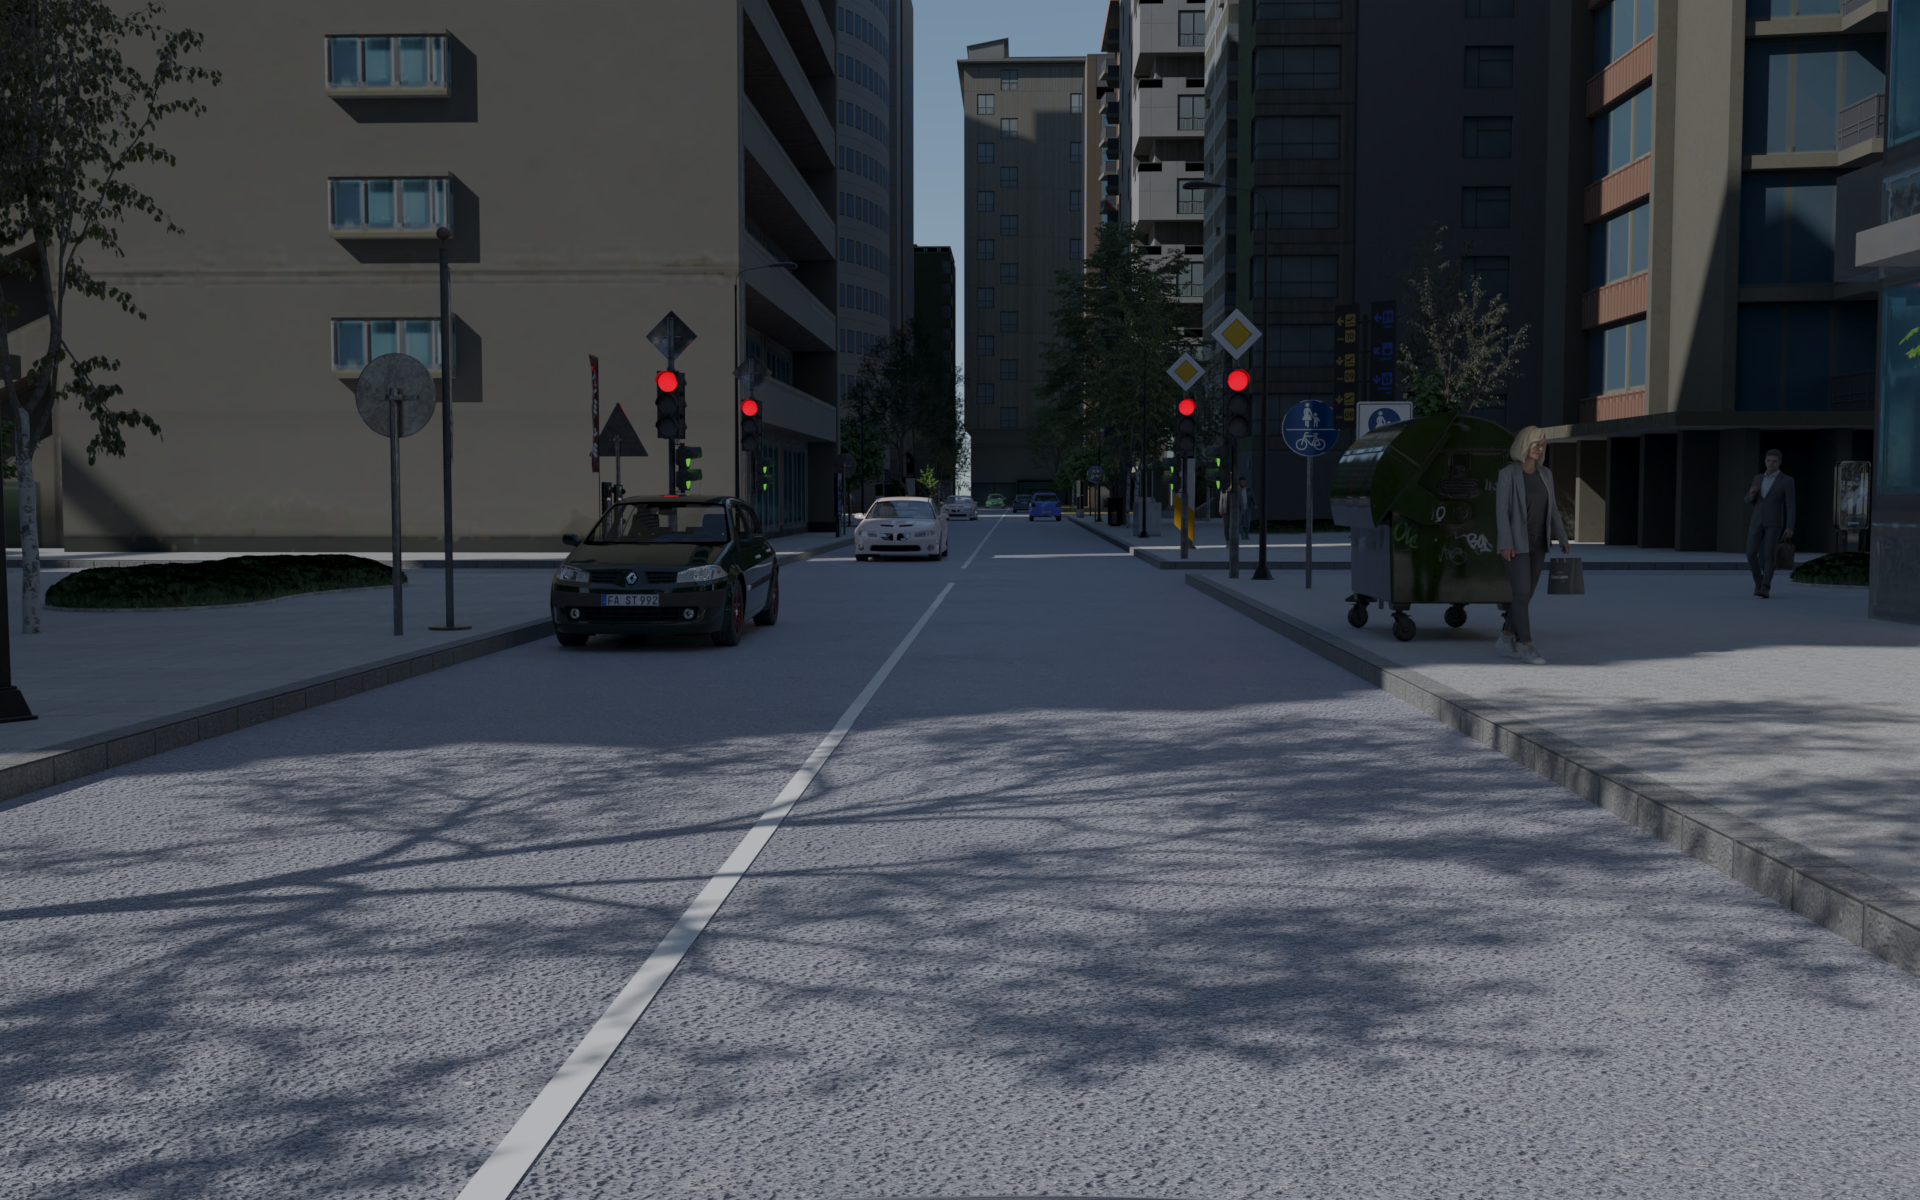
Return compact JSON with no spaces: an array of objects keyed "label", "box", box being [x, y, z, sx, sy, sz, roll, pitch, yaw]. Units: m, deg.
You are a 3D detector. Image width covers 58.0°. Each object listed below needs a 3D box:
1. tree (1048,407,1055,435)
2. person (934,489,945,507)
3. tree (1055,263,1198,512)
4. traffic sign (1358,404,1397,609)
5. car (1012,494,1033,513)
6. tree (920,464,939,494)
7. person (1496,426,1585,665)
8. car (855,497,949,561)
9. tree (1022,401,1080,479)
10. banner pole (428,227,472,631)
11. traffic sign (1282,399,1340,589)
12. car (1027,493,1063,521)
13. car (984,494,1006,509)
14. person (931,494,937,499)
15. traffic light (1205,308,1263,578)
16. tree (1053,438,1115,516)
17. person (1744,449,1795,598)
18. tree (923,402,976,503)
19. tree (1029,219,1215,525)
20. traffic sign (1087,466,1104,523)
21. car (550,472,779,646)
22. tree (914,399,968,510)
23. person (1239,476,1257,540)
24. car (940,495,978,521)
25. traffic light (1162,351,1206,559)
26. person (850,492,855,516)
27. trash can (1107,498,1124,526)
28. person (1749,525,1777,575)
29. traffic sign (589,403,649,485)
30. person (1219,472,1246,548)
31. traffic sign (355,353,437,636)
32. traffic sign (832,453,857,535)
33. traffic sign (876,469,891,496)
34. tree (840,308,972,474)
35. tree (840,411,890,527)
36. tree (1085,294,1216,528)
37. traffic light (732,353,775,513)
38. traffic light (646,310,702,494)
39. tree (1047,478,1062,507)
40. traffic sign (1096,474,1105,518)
[{"label":"tree","box":[8.382,-10.655,124.572,4.737,8.622,4.395,0,3,0]},{"label":"person","box":[-1.746,-8.372,143.719,1.217,1.735,0.721,2,4,30]},{"label":"tree","box":[5.690,-6.455,55.897,4.737,8.622,4.395,0,3,0]},{"label":"traffic sign","box":[4.699,-1.047,19.253,0.606,2.300,0.079,0,4,3]},{"label":"car","box":[4.945,-7.380,132.658,2.014,1.417,4.499,0,4,3]},{"label":"tree","box":[-2.071,-7.274,113.536,1.663,3.219,1.824,0,3,0]},{"label":"person","box":[4.409,-0.434,13.327,0.709,1.800,0.728,-1,4,-17]},{"label":"car","box":[-1.258,-1.609,38.670,2.083,1.381,4.827,0,4,3]},{"label":"tree","box":[10.295,-15.937,186.321,9.928,11.665,9.643,0,3,0]},{"label":"banner pole","box":[-4.886,-1.623,16.561,0.401,3.779,0.863,-1,4,-11]},{"label":"traffic sign","box":[4.730,-1.426,23.421,0.768,2.556,0.104,1,4,8]},{"label":"car","box":[4.531,-5.062,92.353,1.945,1.707,3.694,0,4,1]},{"label":"car","box":[3.442,-9.511,167.301,2.131,1.459,4.920,0,4,4]},{"label":"person","box":[-1.795,-6.729,116.594,0.750,1.759,0.617,1,4,13]},{"label":"traffic light","box":[4.155,-2.285,26.277,0.839,4.253,0.868,0,4,2]},{"label":"tree","box":[7.657,-7.211,101.617,4.285,4.588,4.351,0,3,0]},{"label":"person","box":[10.029,-0.945,21.460,0.622,1.834,0.822,3,4,37]},{"label":"tree","box":[-1.179,-11.060,131.190,4.737,8.622,4.395,0,3,0]},{"label":"tree","box":[6.765,-9.443,72.527,7.486,12.596,7.792,0,3,0]},{"label":"traffic sign","box":[6.083,-4.748,77.729,0.768,2.556,0.104,0,4,4]},{"label":"car","box":[-2.899,-0.476,17.575,2.009,1.686,4.222,0,4,2]},{"label":"tree","box":[-1.503,-10.644,124.384,4.360,8.622,3.978,0,3,0]},{"label":"person","box":[7.967,-2.586,48.669,0.623,1.781,0.721,-1,4,-16]},{"label":"car","box":[-0.029,-5.050,94.928,2.083,1.381,4.827,0,4,4]},{"label":"traffic light","box":[4.432,-2.773,34.258,0.839,4.253,0.868,0,4,2]},{"label":"person","box":[-6.535,-5.785,103.225,0.503,1.515,0.523,3,5,44]},{"label":"trash can","box":[6.177,-3.502,68.913,0.748,1.137,0.748,0,3,0]},{"label":"person","box":[14.152,-1.317,30.460,0.534,1.772,0.576,3,5,39]},{"label":"traffic sign","box":[-4.855,-1.506,24.622,0.884,2.594,0.081,1,4,11]},{"label":"person","box":[6.571,-2.159,41.528,0.709,1.800,0.728,0,4,7]},{"label":"traffic sign","box":[-5.101,-0.951,15.657,0.768,2.556,0.104,0,4,7]},{"label":"traffic sign","box":[-3.609,-3.296,54.001,0.768,2.556,0.104,0,4,8]},{"label":"traffic sign","box":[-3.117,-4.199,70.780,0.606,2.300,0.079,0,4,8]},{"label":"tree","box":[-2.867,-9.301,86.491,7.601,10.594,8.767,1,4,11]},{"label":"tree","box":[-4.400,-5.193,68.615,4.285,4.588,4.351,0,3,0]},{"label":"tree","box":[6.484,-7.008,64.944,4.360,8.622,3.978,0,3,0]},{"label":"traffic light","box":[-4.124,-2.790,34.538,0.839,4.253,0.868,0,4,2]},{"label":"traffic light","box":[-4.401,-2.302,26.557,0.839,4.253,0.868,0,4,2]},{"label":"tree","box":[9.953,-11.148,176.877,1.663,3.219,1.824,0,3,0]},{"label":"traffic sign","box":[7.035,-5.386,88.163,0.768,2.556,0.104,1,4,10]}]
